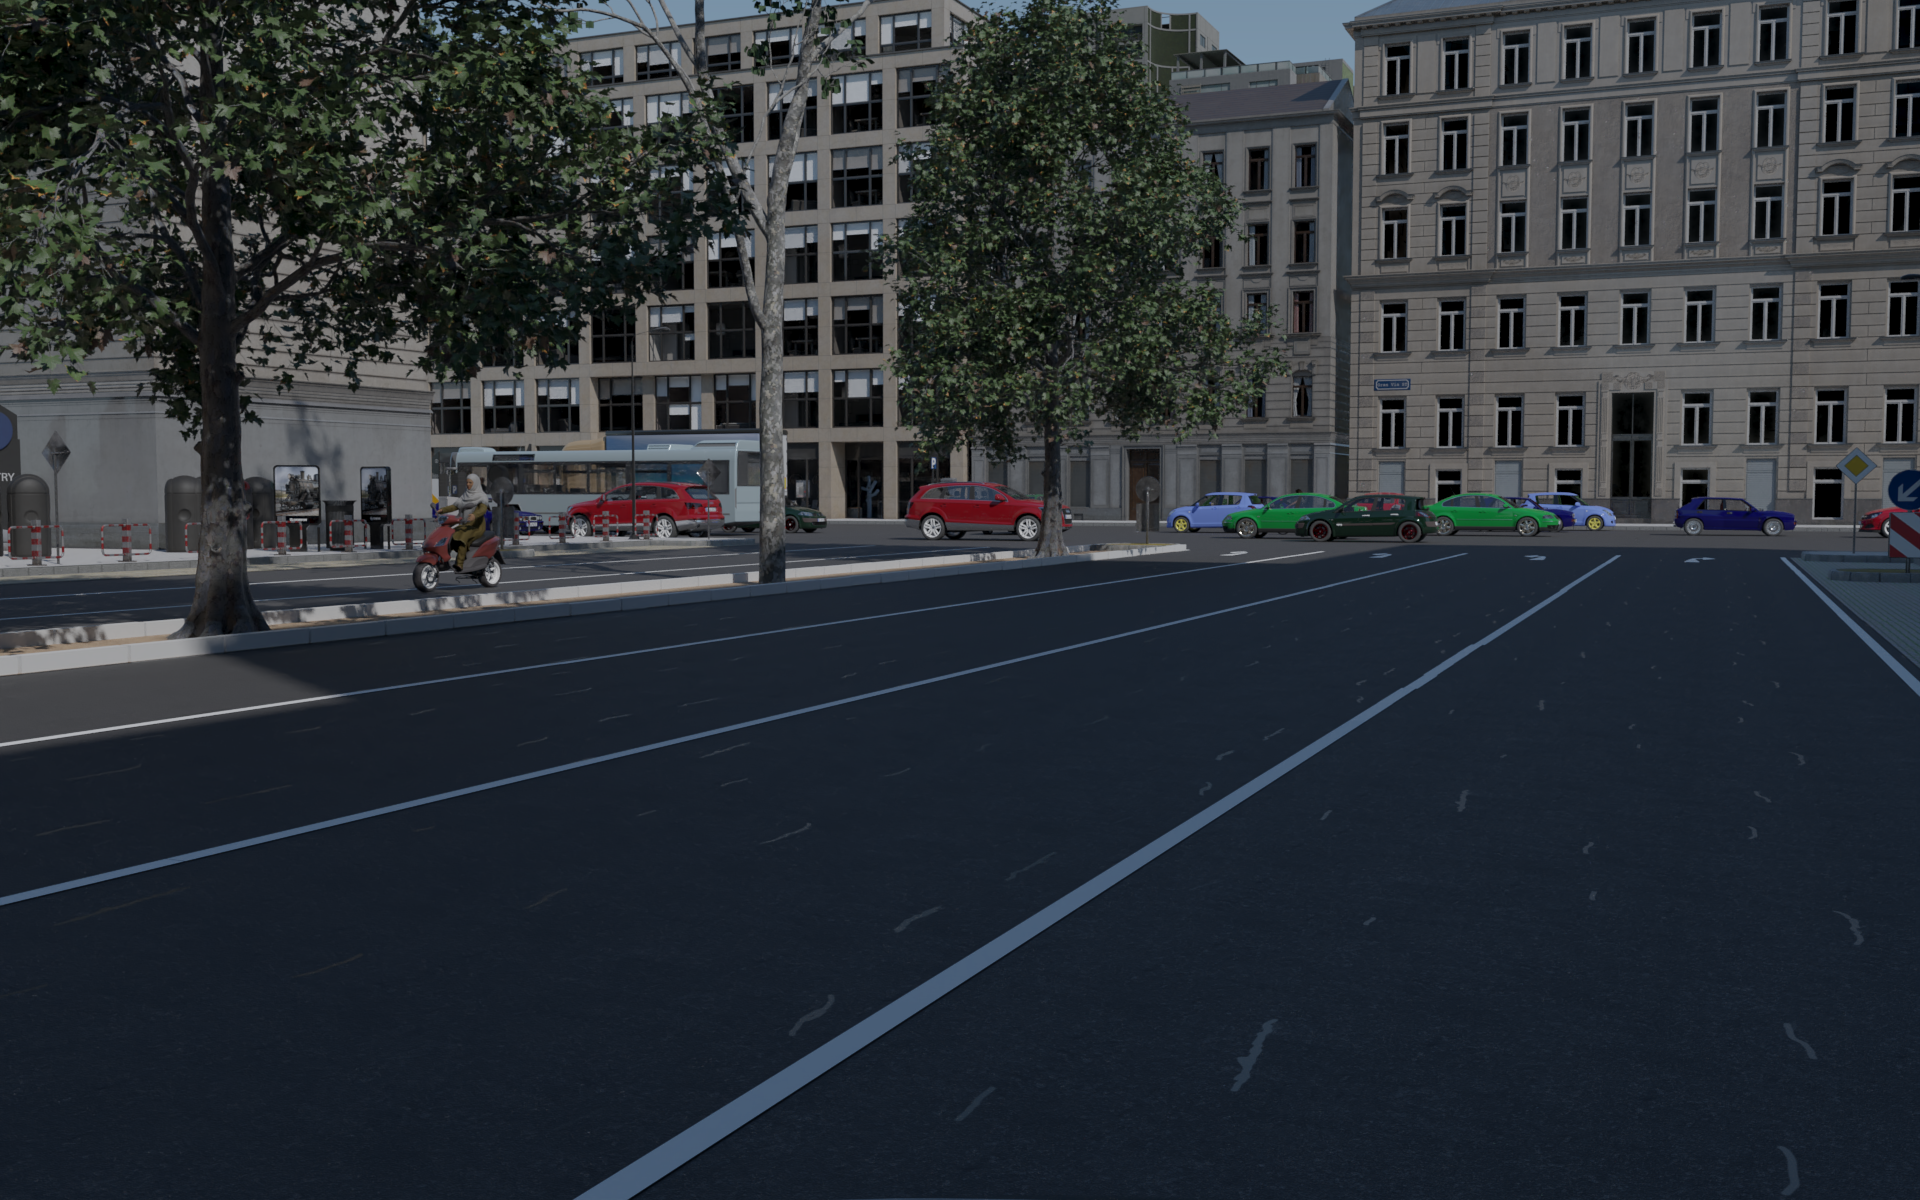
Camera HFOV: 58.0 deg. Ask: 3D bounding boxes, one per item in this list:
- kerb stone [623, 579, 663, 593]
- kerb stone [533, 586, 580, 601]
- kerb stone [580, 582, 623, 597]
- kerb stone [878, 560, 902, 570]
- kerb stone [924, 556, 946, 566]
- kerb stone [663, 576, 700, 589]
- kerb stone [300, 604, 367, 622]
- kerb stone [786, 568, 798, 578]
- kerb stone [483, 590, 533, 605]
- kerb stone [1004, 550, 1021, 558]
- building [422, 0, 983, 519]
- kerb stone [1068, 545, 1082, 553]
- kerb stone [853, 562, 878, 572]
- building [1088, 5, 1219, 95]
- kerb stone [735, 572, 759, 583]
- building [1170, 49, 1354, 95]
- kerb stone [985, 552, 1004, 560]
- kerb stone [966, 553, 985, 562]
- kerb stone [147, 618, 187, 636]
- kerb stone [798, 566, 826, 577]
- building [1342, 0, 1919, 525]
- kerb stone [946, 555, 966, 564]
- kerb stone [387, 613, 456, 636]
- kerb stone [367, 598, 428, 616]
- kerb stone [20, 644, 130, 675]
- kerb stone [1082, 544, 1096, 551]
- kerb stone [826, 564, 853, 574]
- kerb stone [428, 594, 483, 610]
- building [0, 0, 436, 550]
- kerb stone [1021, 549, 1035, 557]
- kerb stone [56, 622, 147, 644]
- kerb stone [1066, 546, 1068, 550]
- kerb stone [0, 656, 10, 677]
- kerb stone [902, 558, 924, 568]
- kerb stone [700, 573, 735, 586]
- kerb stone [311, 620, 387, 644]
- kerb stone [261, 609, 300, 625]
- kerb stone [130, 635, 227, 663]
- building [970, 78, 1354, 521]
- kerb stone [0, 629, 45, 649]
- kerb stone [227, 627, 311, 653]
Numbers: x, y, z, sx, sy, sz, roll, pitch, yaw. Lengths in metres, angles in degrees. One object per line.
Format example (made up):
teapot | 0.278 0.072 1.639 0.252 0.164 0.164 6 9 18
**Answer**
kerb stone | -4.721 -0.195 25.389 0.120 0.150 1.000 2 4 23
kerb stone | -5.540 -0.080 23.504 0.120 0.150 1.000 2 4 23
kerb stone | -5.127 -0.138 24.445 0.120 0.150 1.000 2 4 23
kerb stone | -1.423 -0.652 32.940 0.120 0.150 1.000 2 4 23
kerb stone | -0.592 -0.773 34.836 0.120 0.150 1.000 2 4 23
kerb stone | -4.309 -0.251 26.335 0.120 0.150 1.000 2 4 23
kerb stone | -7.186 0.153 19.722 0.120 0.150 1.000 2 4 23
kerb stone | -3.071 -0.426 29.165 0.120 0.150 1.000 2 4 23
kerb stone | -5.954 -0.022 22.562 0.120 0.150 1.000 2 4 23
kerb stone | 1.058 -1.005 38.619 0.120 0.150 1.000 2 4 23
building | -11.587 -18.124 100.835 34.151 26.468 19.350 2 4 23
kerb stone | 2.706 -1.236 42.399 0.120 0.150 1.000 2 4 23
kerb stone | -1.828 -0.599 31.996 0.120 0.150 1.000 2 4 23
building | 25.717 -50.167 258.478 20.611 71.187 20.563 2 4 23
kerb stone | -3.478 -0.368 28.215 0.120 0.150 1.000 2 4 23
building | 27.888 -29.190 160.848 14.154 41.232 14.086 2 4 23
kerb stone | 0.651 -0.947 37.675 0.120 0.150 1.000 2 4 23
kerb stone | 0.233 -0.888 36.734 0.120 0.150 1.000 2 4 23
kerb stone | -8.011 0.273 17.841 0.120 0.150 1.000 2 4 23
kerb stone | -2.655 -0.484 30.104 0.120 0.150 1.000 2 4 23
building | 31.102 -17.227 78.920 25.104 27.353 12.463 2 4 23
kerb stone | -0.175 -0.831 35.786 0.120 0.150 1.000 2 4 23
kerb stone | -5.650 0.257 17.999 0.120 0.150 1.000 2 4 23
kerb stone | -6.774 0.098 20.677 0.120 0.150 1.000 2 4 23
kerb stone | -7.300 0.488 14.225 0.120 0.150 1.000 2 4 23
kerb stone | 3.116 -1.293 43.341 0.120 0.150 1.000 2 4 23
kerb stone | -2.245 -0.538 31.056 0.120 0.150 1.000 2 4 23
kerb stone | -6.360 0.037 21.618 0.120 0.150 1.000 2 4 23
building | -24.685 -12.097 46.936 18.267 20.994 9.793 2 4 23
kerb stone | 1.469 -1.062 39.565 0.120 0.150 1.000 2 4 23
kerb stone | -8.417 0.324 16.895 0.120 0.150 1.000 2 4 23
kerb stone | 2.297 -1.178 41.457 0.120 0.150 1.000 2 4 23
kerb stone | -7.718 0.545 13.282 0.120 0.150 1.000 2 4 23
kerb stone | -1.008 -0.715 33.879 0.120 0.150 1.000 2 4 23
kerb stone | -3.892 -0.311 27.275 0.120 0.150 1.000 2 4 23
kerb stone | -6.064 0.318 17.059 0.120 0.150 1.000 2 4 23
kerb stone | -7.602 0.209 18.783 0.120 0.150 1.000 2 4 23
kerb stone | -6.886 0.430 15.169 0.120 0.150 1.000 2 4 23
building | 10.568 -14.502 86.263 18.267 20.994 9.793 2 4 23
kerb stone | -8.838 0.382 15.957 0.120 0.150 1.000 2 4 23
kerb stone | -6.478 0.372 16.119 0.120 0.150 1.000 2 4 23
